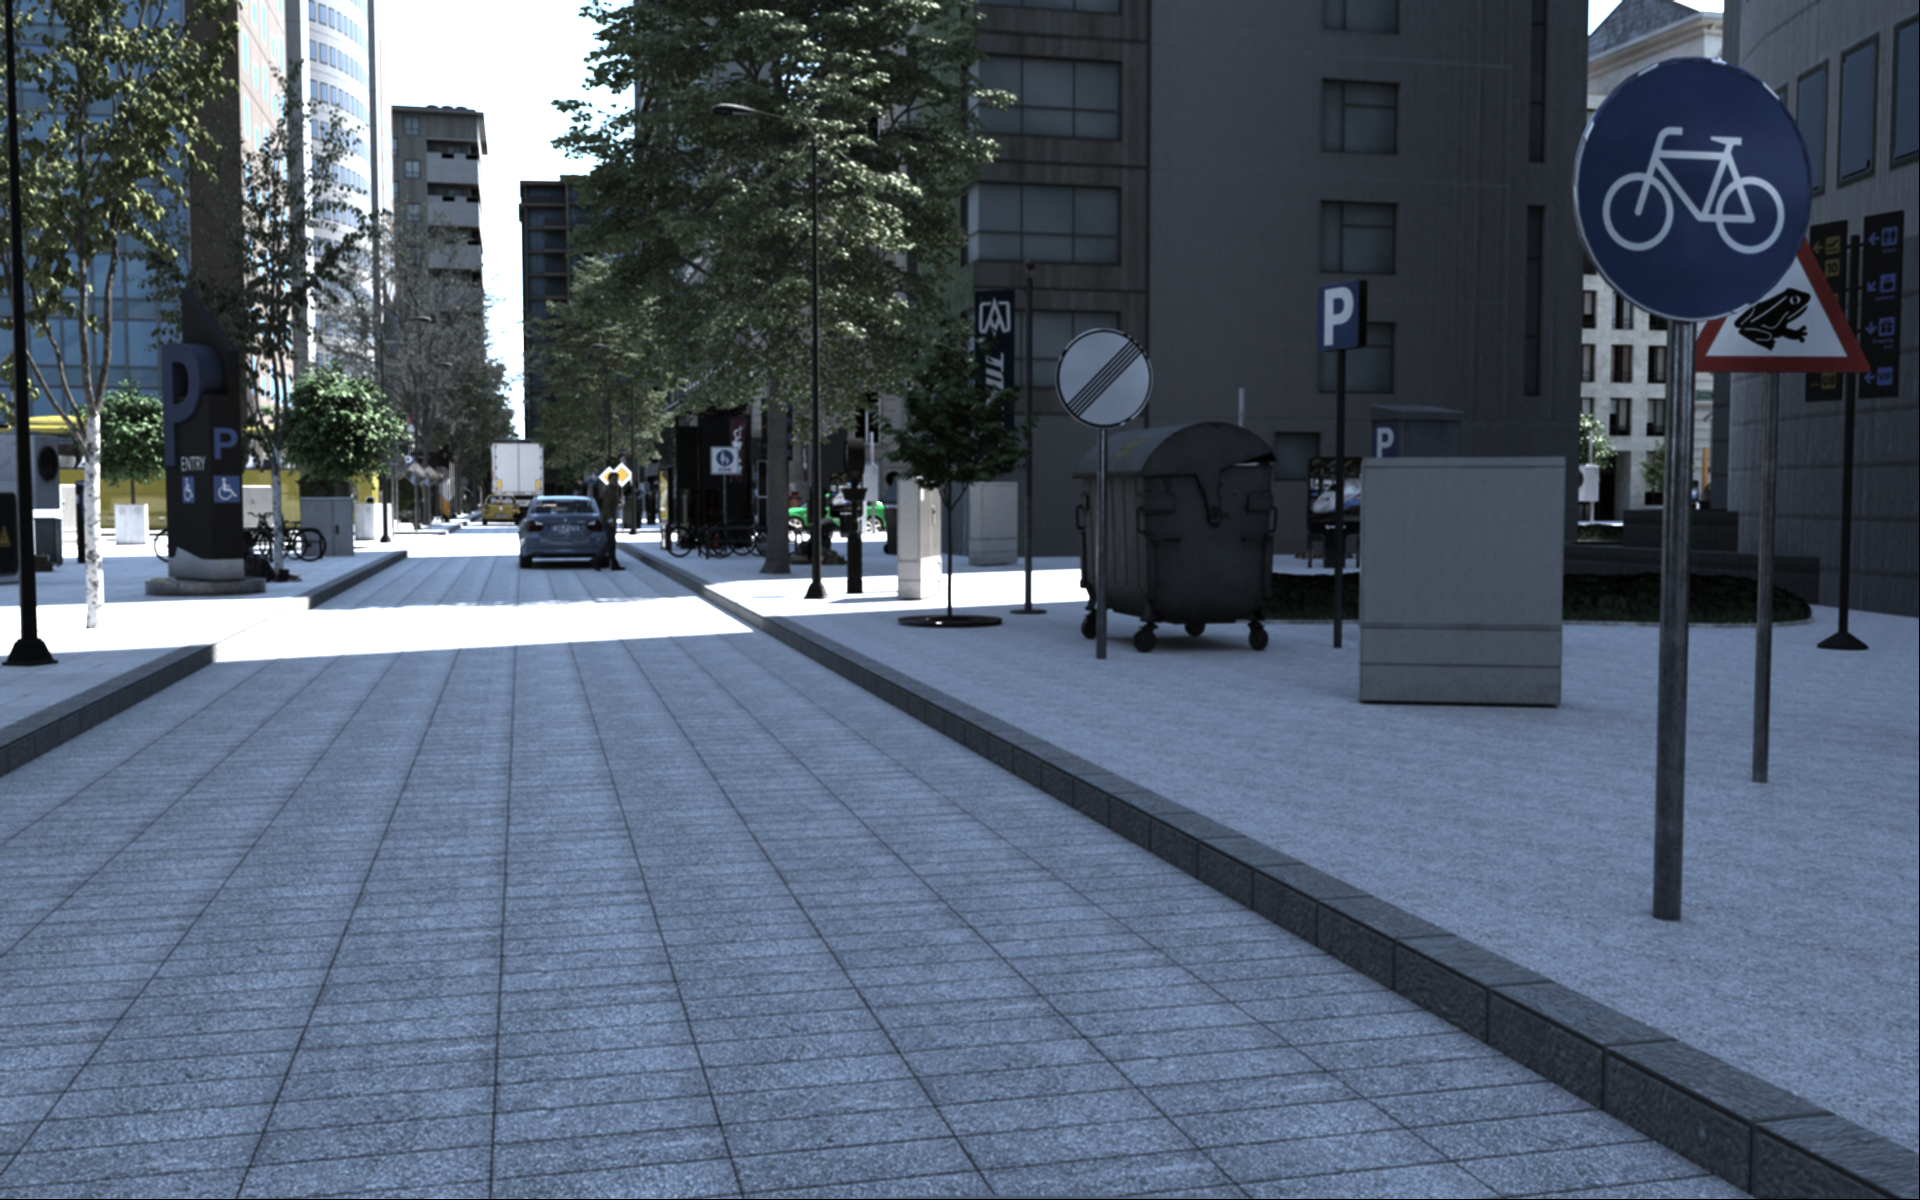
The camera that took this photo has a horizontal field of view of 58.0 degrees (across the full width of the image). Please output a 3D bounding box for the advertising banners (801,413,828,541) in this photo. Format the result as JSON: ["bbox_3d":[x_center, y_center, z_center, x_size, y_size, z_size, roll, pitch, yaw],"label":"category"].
[{"bbox_3d":[-3.084,-2.462,36.440,0.090,3.025,2.074,-1,4,-19],"label":"advertising banners"}]

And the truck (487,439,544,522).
[{"bbox_3d":[-23.943,-6.384,93.289,2.839,4.237,11.283,-1,4,-16],"label":"truck"}]

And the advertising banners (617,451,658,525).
[{"bbox_3d":[-13.351,-4.614,71.635,0.090,3.025,2.074,3,5,40],"label":"advertising banners"}]

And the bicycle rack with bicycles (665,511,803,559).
[{"bbox_3d":[-4.510,-1.335,35.216,2.925,0.926,2.852,-1,4,-12],"label":"bicycle rack with bicycles"}]

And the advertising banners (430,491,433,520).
[{"bbox_3d":[-26.148,-5.302,82.881,0.090,3.025,2.074,3,4,38],"label":"advertising banners"}]

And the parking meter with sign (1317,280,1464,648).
[{"bbox_3d":[3.902,-1.130,14.729,1.738,3.016,0.543,-2,4,-25],"label":"parking meter with sign"}]

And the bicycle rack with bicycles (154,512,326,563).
[{"bbox_3d":[-13.483,-1.216,33.262,2.925,0.926,2.852,1,4,11],"label":"bicycle rack with bicycles"}]

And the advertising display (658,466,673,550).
[{"bbox_3d":[-6.768,-2.118,39.846,0.123,1.923,0.974,-1,4,-22],"label":"advertising display"}]

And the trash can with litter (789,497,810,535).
[{"bbox_3d":[-5.018,-2.693,55.093,2.233,1.210,1.678,-3,4,-38],"label":"trash can with litter"}]

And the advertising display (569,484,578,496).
[{"bbox_3d":[-26.386,-6.915,118.270,0.123,1.923,0.974,1,4,18],"label":"advertising display"}]

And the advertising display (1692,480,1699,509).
[{"bbox_3d":[34.211,-4.666,81.501,0.974,1.923,0.123,2,4,33],"label":"advertising display"}]

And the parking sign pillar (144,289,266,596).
[{"bbox_3d":[-9.769,-2.071,22.333,1.447,3.967,1.447,3,5,42],"label":"parking sign pillar"}]

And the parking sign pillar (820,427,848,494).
[{"bbox_3d":[-4.850,-4.650,64.502,1.447,3.967,1.447,-2,4,-24],"label":"parking sign pillar"}]

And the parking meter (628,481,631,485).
[{"bbox_3d":[-15.022,-4.447,78.426,0.255,1.863,0.399,-1,4,-9],"label":"parking meter"}]

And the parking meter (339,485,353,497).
[{"bbox_3d":[-16.510,-2.332,46.546,0.372,1.533,0.369,0,3,0],"label":"parking meter"}]

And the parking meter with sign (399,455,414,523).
[{"bbox_3d":[-24.989,-4.987,77.800,0.543,3.016,1.738,-2,4,-31],"label":"parking meter with sign"}]

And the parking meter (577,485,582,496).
[{"bbox_3d":[-25.583,-6.789,116.705,0.255,1.863,0.399,1,4,18],"label":"parking meter"}]

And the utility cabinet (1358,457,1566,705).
[{"bbox_3d":[3.047,-0.116,10.582,1.173,1.500,0.318,1,4,10],"label":"utility cabinet"}]

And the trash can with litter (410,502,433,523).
[{"bbox_3d":[-23.587,-3.925,75.568,0.624,1.170,1.055,3,5,41],"label":"trash can with litter"}]

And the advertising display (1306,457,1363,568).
[{"bbox_3d":[6.510,-1.521,30.075,0.974,1.923,0.123,0,4,-3],"label":"advertising display"}]

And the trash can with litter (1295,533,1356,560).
[{"bbox_3d":[7.594,-1.439,34.591,2.233,1.210,1.678,-1,4,-16],"label":"trash can with litter"}]

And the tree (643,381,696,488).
[{"bbox_3d":[-18.531,-9.850,111.410,4.360,8.622,3.978,0,3,0],"label":"tree"}]

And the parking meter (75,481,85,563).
[{"bbox_3d":[-16.270,-1.461,32.304,0.372,1.533,0.369,0,3,0],"label":"parking meter"}]

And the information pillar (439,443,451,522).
[{"bbox_3d":[-23.692,-5.397,79.595,0.504,3.616,0.183,1,4,14],"label":"information pillar"}]

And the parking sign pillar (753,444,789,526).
[{"bbox_3d":[-7.347,-4.836,67.546,1.447,3.967,1.447,-2,4,-30],"label":"parking sign pillar"}]

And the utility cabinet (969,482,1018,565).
[{"bbox_3d":[0.595,-1.380,31.248,0.318,1.500,1.173,2,4,34],"label":"utility cabinet"}]

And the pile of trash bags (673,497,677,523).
[{"bbox_3d":[-11.779,-4.089,76.600,1.912,1.369,3.447,-1,4,-17],"label":"pile of trash bags"}]

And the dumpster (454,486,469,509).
[{"bbox_3d":[-35.808,-7.236,124.073,1.264,1.857,1.865,-1,4,-14],"label":"dumpster"}]

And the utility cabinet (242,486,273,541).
[{"bbox_3d":[-18.820,-2.270,45.796,1.173,1.500,0.318,-2,4,-30],"label":"utility cabinet"}]

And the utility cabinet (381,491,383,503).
[{"bbox_3d":[-34.666,-5.852,104.359,0.318,1.500,1.173,-2,4,-26],"label":"utility cabinet"}]

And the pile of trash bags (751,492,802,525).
[{"bbox_3d":[-8.104,-3.709,70.389,3.447,1.369,1.912,-2,4,-24],"label":"pile of trash bags"}]

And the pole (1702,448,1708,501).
[{"bbox_3d":[32.967,-5.066,76.670,0.158,3.312,0.155,0,3,0],"label":"pole"}]

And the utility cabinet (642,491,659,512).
[{"bbox_3d":[-22.405,-7.127,125.207,1.173,1.500,0.318,-1,4,-18],"label":"utility cabinet"}]

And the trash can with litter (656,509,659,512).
[{"bbox_3d":[-20.217,-6.437,116.640,1.055,1.170,0.624,0,4,-2],"label":"trash can with litter"}]

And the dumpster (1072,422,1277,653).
[{"bbox_3d":[1.822,-0.551,14.764,1.264,1.857,1.865,-1,4,-14],"label":"dumpster"}]

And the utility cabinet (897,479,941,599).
[{"bbox_3d":[-0.486,-0.778,21.403,0.318,1.500,1.173,1,4,11],"label":"utility cabinet"}]

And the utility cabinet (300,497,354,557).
[{"bbox_3d":[-13.063,-1.504,35.760,1.020,1.237,0.306,-1,4,-19],"label":"utility cabinet"}]

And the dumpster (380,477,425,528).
[{"bbox_3d":[-20.747,-3.791,64.483,1.502,2.255,1.985,-1,4,-14],"label":"dumpster"}]

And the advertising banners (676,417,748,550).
[{"bbox_3d":[-5.747,-2.688,40.131,2.074,3.025,0.090,2,4,30],"label":"advertising banners"}]

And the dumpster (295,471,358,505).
[{"bbox_3d":[-17.576,-2.786,48.050,1.502,2.255,1.985,-1,4,-14],"label":"dumpster"}]

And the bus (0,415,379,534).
[{"bbox_3d":[-25.148,-3.914,55.541,12.252,3.916,2.896,-1,4,-14],"label":"bus"}]

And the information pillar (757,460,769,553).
[{"bbox_3d":[-4.190,-2.026,37.625,0.304,2.012,0.304,2,4,34],"label":"information pillar"}]

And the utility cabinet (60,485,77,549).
[{"bbox_3d":[-20.913,-1.919,40.048,0.318,1.500,1.173,2,4,29],"label":"utility cabinet"}]

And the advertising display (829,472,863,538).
[{"bbox_3d":[-3.346,-2.797,50.949,0.974,1.923,0.123,0,4,3],"label":"advertising display"}]

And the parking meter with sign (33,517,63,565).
[{"bbox_3d":[-17.124,-2.131,31.103,1.738,3.016,0.543,0,4,-8],"label":"parking meter with sign"}]

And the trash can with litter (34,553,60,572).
[{"bbox_3d":[-15.501,-1.052,28.585,1.055,1.170,0.624,-3,4,-38],"label":"trash can with litter"}]

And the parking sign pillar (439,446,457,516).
[{"bbox_3d":[-28.787,-6.605,96.457,1.447,3.967,1.447,-3,5,-40],"label":"parking sign pillar"}]
